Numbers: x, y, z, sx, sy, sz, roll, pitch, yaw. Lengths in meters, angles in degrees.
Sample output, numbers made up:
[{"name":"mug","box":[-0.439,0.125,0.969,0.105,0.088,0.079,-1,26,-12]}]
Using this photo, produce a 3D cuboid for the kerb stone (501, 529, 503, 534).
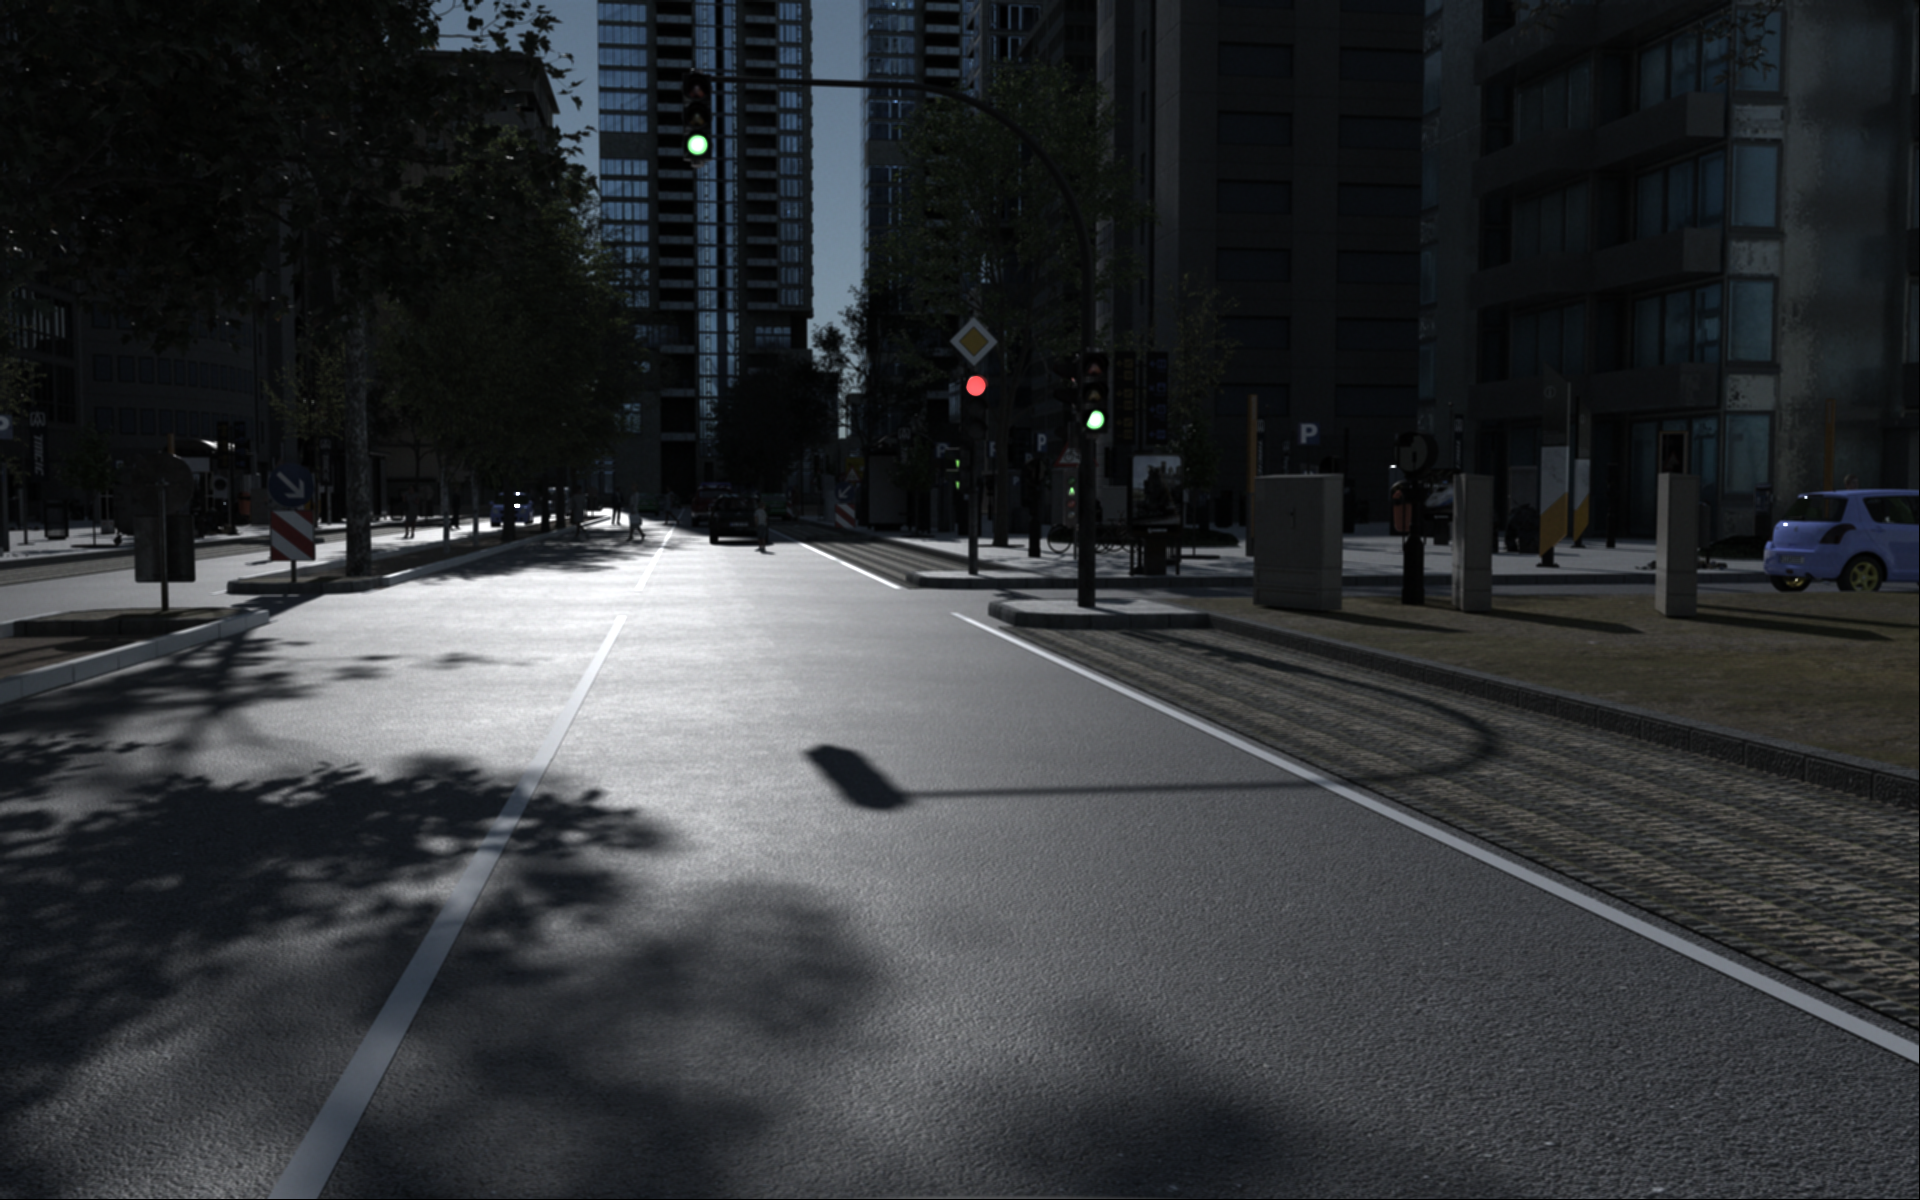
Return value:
[{"name":"kerb stone","box":[-16.361,-2.393,61.413,0.120,0.150,1.000,-1,4,-9]}]

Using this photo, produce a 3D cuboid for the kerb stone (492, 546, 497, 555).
[{"name":"kerb stone","box":[-11.002,-1.117,40.460,0.120,0.150,1.000,-1,4,-9]}]

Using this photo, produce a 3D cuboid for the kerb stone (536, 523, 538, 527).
[{"name":"kerb stone","box":[-18.405,-3.205,74.597,0.120,0.150,1.000,-1,4,-9]}]

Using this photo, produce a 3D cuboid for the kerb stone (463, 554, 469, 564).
[{"name":"kerb stone","box":[-10.221,-0.808,35.408,0.120,0.150,1.000,-1,4,-9]}]

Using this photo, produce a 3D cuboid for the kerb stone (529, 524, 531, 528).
[{"name":"kerb stone","box":[-17.936,-3.018,71.553,0.120,0.150,1.000,-1,4,-9]}]

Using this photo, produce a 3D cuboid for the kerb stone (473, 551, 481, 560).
[{"name":"kerb stone","box":[-10.536,-0.932,37.428,0.120,0.150,1.000,-1,4,-9]}]

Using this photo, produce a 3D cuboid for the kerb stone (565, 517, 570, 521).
[{"name":"kerb stone","box":[-21.843,-4.569,96.897,0.120,0.150,1.000,-1,4,-9]}]

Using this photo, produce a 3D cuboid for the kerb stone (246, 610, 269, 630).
[{"name":"kerb stone","box":[-7.631,0.219,18.671,0.120,0.150,1.000,-1,4,-9]}]

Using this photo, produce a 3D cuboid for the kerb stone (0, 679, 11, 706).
[{"name":"kerb stone","box":[-6.540,0.653,11.596,0.120,0.150,1.000,-1,4,-9]}]

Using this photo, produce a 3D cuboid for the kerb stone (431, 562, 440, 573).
[{"name":"kerb stone","box":[-9.600,-0.560,31.356,0.120,0.150,1.000,-1,4,-9]}]

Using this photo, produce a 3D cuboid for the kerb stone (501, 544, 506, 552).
[{"name":"kerb stone","box":[-11.318,-1.241,42.493,0.120,0.150,1.000,-1,4,-9]}]

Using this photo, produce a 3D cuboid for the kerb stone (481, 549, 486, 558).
[{"name":"kerb stone","box":[-10.691,-0.993,38.439,0.120,0.150,1.000,-1,4,-9]}]

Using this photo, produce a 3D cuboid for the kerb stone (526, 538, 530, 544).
[{"name":"kerb stone","box":[-12.252,-1.612,48.568,0.120,0.150,1.000,-1,4,-9]}]

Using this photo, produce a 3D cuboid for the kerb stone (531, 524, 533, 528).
[{"name":"kerb stone","box":[-18.087,-3.081,72.564,0.120,0.150,1.000,-1,4,-9]}]

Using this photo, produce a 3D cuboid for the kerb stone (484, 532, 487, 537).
[{"name":"kerb stone","box":[-15.589,-2.085,56.356,0.120,0.150,1.000,-1,4,-9]}]

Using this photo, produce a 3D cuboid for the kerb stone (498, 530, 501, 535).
[{"name":"kerb stone","box":[-16.213,-2.337,60.401,0.120,0.150,1.000,-1,4,-9]}]

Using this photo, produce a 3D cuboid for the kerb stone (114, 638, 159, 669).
[{"name":"kerb stone","box":[-7.004,0.463,14.630,0.120,0.150,1.000,-1,4,-9]}]

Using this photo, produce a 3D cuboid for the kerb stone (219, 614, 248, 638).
[{"name":"kerb stone","box":[-7.474,0.277,17.660,0.120,0.150,1.000,-1,4,-9]}]

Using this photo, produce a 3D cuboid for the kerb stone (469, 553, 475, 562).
[{"name":"kerb stone","box":[-10.378,-0.861,36.419,0.120,0.150,1.000,-1,4,-9]}]

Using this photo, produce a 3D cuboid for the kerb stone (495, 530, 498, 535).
[{"name":"kerb stone","box":[-16.051,-2.275,59.391,0.120,0.150,1.000,-1,4,-9]}]

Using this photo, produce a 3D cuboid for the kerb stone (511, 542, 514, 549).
[{"name":"kerb stone","box":[-11.632,-1.363,44.513,0.120,0.150,1.000,-1,4,-9]}]

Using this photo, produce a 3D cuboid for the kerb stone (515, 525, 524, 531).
[{"name":"kerb stone","box":[-17.460,-2.833,68.519,0.120,0.150,1.000,-1,4,-9]}]

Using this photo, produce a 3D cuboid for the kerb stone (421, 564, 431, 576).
[{"name":"kerb stone","box":[-9.440,-0.498,30.334,0.120,0.150,1.000,-1,4,-9]}]

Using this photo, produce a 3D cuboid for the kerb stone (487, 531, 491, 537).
[{"name":"kerb stone","box":[-15.740,-2.145,57.367,0.120,0.150,1.000,-1,4,-9]}]

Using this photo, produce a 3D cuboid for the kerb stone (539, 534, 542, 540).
[{"name":"kerb stone","box":[-12.882,-1.856,52.612,0.120,0.150,1.000,-1,4,-9]}]

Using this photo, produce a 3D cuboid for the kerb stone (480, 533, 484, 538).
[{"name":"kerb stone","box":[-15.430,-2.028,55.346,0.120,0.150,1.000,-1,4,-9]}]

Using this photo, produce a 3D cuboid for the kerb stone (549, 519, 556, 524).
[{"name":"kerb stone","box":[-20.132,-3.882,85.751,0.120,0.150,1.000,-1,4,-9]}]

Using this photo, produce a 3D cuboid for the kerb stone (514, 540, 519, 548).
[{"name":"kerb stone","box":[-11.783,-1.427,45.524,0.120,0.150,1.000,-1,4,-9]}]

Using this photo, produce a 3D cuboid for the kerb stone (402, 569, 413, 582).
[{"name":"kerb stone","box":[-9.121,-0.373,28.298,0.120,0.150,1.000,-1,4,-9]}]

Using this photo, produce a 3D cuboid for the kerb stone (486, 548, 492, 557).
[{"name":"kerb stone","box":[-10.846,-1.055,39.449,0.120,0.150,1.000,-1,4,-9]}]

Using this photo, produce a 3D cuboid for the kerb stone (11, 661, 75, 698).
[{"name":"kerb stone","box":[-6.700,0.587,12.605,0.120,0.150,1.000,-1,4,-9]}]

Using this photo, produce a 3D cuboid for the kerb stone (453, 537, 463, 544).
[{"name":"kerb stone","box":[-14.635,-1.716,50.264,0.120,0.150,1.000,-1,4,-9]}]

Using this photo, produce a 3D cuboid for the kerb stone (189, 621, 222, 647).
[{"name":"kerb stone","box":[-7.323,0.342,16.650,0.120,0.150,1.000,-1,4,-9]}]

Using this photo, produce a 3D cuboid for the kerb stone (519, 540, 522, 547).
[{"name":"kerb stone","box":[-11.942,-1.489,46.536,0.120,0.150,1.000,-1,4,-9]}]

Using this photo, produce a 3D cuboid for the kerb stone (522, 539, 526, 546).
[{"name":"kerb stone","box":[-12.097,-1.551,47.548,0.120,0.150,1.000,-1,4,-9]}]

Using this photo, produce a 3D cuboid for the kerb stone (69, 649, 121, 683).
[{"name":"kerb stone","box":[-6.848,0.525,13.616,0.120,0.150,1.000,-1,4,-9]}]

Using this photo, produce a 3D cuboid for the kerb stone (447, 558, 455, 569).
[{"name":"kerb stone","box":[-9.907,-0.684,33.384,0.120,0.150,1.000,-1,4,-9]}]

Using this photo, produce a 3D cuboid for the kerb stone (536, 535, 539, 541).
[{"name":"kerb stone","box":[-12.718,-1.798,51.599,0.120,0.150,1.000,-1,4,-9]}]

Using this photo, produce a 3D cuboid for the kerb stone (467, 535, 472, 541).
[{"name":"kerb stone","box":[-14.951,-1.841,52.299,0.120,0.150,1.000,-1,4,-9]}]

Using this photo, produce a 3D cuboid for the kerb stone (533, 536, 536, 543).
[{"name":"kerb stone","box":[-12.575,-1.736,50.587,0.120,0.150,1.000,-1,4,-9]}]

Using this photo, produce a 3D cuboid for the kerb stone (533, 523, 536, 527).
[{"name":"kerb stone","box":[-18.244,-3.143,73.587,0.120,0.150,1.000,-1,4,-9]}]

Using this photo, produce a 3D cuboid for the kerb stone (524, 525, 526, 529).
[{"name":"kerb stone","box":[-17.620,-2.888,69.530,0.120,0.150,1.000,-1,4,-9]}]

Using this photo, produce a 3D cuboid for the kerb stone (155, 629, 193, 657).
[{"name":"kerb stone","box":[-7.160,0.401,15.640,0.120,0.150,1.000,-1,4,-9]}]

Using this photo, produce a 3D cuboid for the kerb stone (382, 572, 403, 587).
[{"name":"kerb stone","box":[-8.966,-0.311,27.288,0.120,0.150,1.000,-1,4,-9]}]

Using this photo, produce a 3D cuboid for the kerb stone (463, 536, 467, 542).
[{"name":"kerb stone","box":[-14.801,-1.779,51.280,0.120,0.150,1.000,-1,4,-9]}]

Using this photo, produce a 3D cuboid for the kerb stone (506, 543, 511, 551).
[{"name":"kerb stone","box":[-11.467,-1.302,43.504,0.120,0.150,1.000,-1,4,-9]}]

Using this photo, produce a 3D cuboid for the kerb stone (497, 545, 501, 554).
[{"name":"kerb stone","box":[-11.160,-1.179,41.476,0.120,0.150,1.000,-1,4,-9]}]

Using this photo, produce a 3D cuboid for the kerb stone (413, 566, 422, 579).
[{"name":"kerb stone","box":[-9.285,-0.434,29.313,0.120,0.150,1.000,-1,4,-9]}]

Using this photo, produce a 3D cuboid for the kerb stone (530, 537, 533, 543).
[{"name":"kerb stone","box":[-12.413,-1.675,49.577,0.120,0.150,1.000,-1,4,-9]}]

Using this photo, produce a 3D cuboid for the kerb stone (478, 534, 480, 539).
[{"name":"kerb stone","box":[-15.270,-1.966,54.333,0.120,0.150,1.000,-1,4,-9]}]

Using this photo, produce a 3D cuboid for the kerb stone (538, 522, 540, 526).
[{"name":"kerb stone","box":[-18.563,-3.267,75.607,0.120,0.150,1.000,-1,4,-9]}]

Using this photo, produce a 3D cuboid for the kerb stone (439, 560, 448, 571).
[{"name":"kerb stone","box":[-9.756,-0.622,32.370,0.120,0.150,1.000,-1,4,-9]}]

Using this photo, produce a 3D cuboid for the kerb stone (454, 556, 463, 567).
[{"name":"kerb stone","box":[-10.058,-0.746,34.398,0.120,0.150,1.000,-1,4,-9]}]

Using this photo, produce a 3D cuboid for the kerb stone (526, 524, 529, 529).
[{"name":"kerb stone","box":[-17.772,-2.953,70.542,0.120,0.150,1.000,-1,4,-9]}]

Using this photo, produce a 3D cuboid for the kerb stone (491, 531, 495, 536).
[{"name":"kerb stone","box":[-15.892,-2.211,58.381,0.120,0.150,1.000,-1,4,-9]}]
